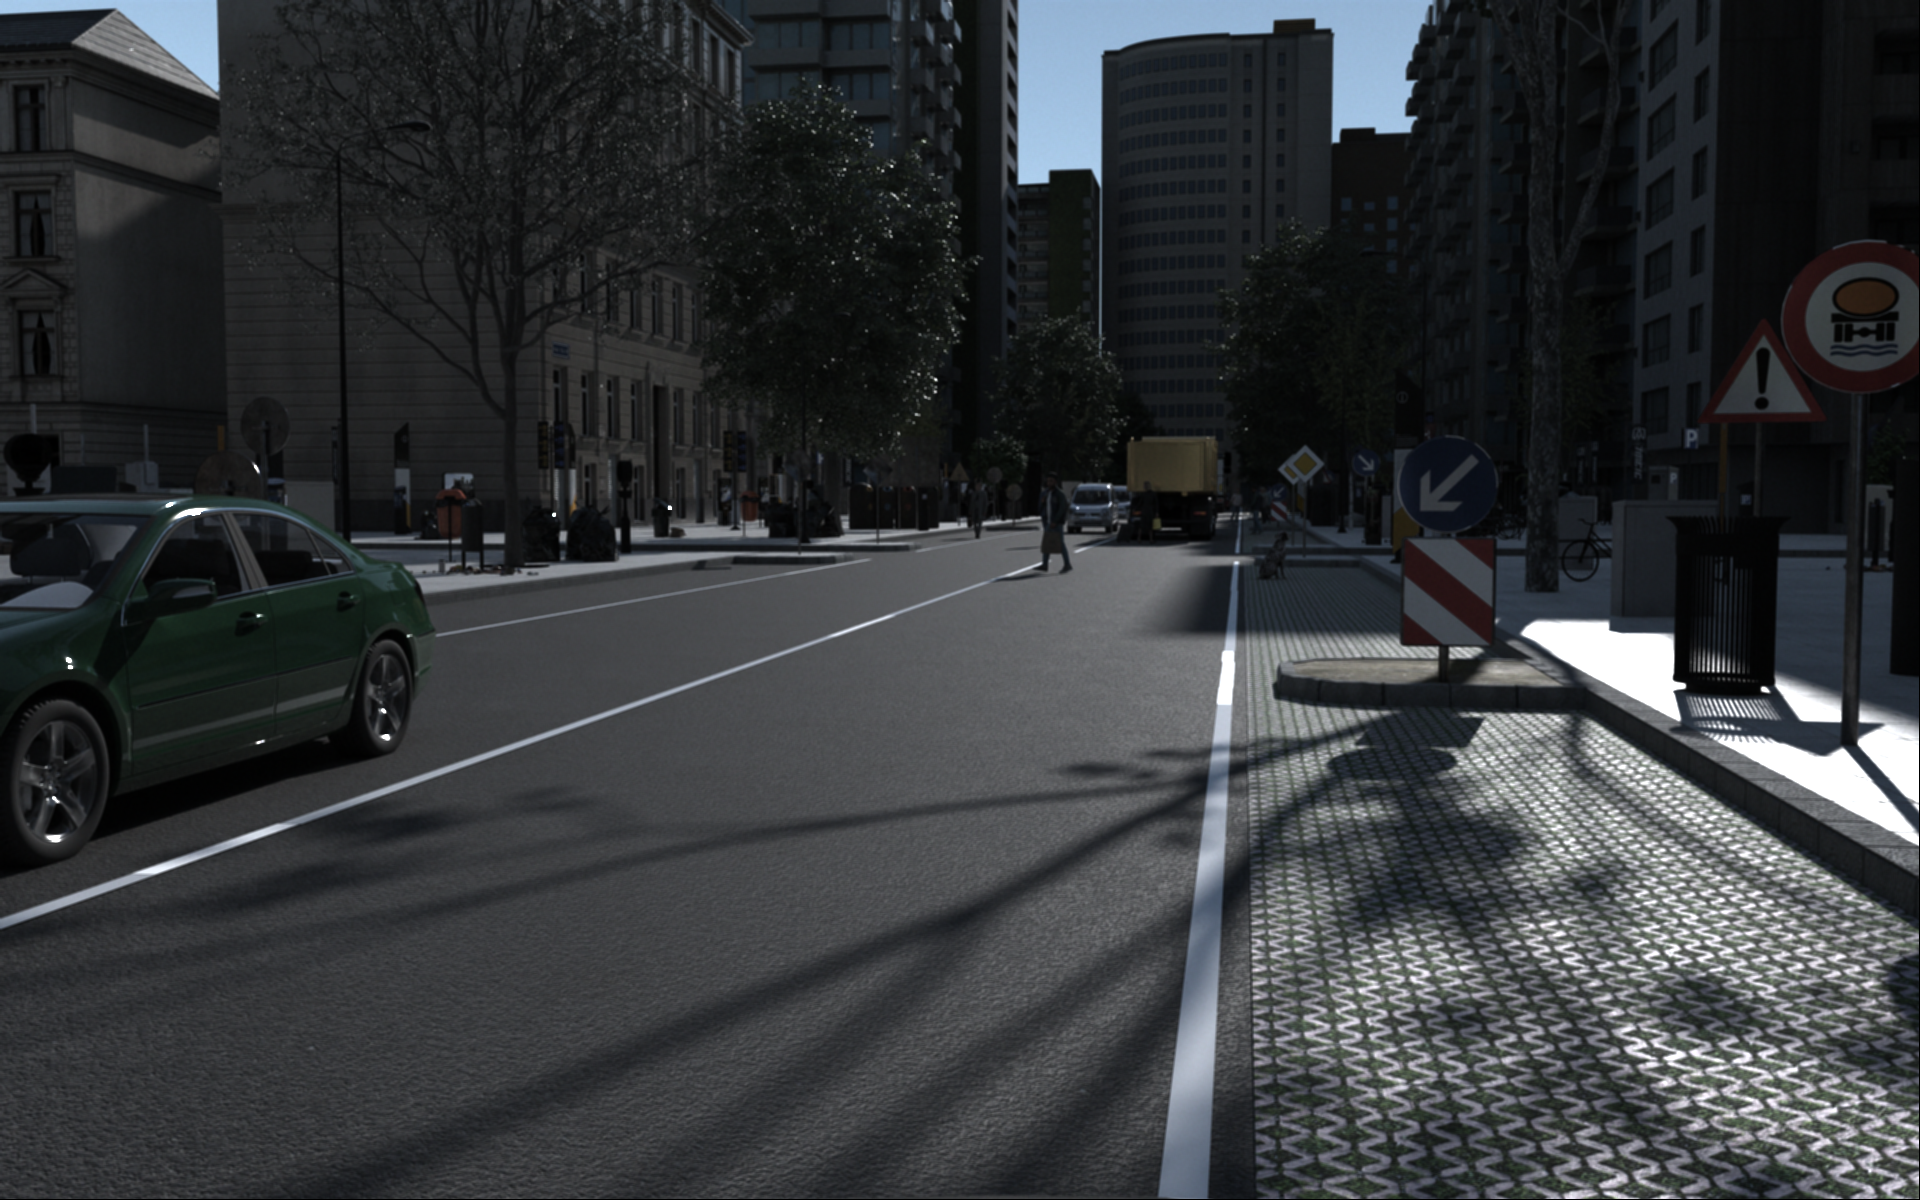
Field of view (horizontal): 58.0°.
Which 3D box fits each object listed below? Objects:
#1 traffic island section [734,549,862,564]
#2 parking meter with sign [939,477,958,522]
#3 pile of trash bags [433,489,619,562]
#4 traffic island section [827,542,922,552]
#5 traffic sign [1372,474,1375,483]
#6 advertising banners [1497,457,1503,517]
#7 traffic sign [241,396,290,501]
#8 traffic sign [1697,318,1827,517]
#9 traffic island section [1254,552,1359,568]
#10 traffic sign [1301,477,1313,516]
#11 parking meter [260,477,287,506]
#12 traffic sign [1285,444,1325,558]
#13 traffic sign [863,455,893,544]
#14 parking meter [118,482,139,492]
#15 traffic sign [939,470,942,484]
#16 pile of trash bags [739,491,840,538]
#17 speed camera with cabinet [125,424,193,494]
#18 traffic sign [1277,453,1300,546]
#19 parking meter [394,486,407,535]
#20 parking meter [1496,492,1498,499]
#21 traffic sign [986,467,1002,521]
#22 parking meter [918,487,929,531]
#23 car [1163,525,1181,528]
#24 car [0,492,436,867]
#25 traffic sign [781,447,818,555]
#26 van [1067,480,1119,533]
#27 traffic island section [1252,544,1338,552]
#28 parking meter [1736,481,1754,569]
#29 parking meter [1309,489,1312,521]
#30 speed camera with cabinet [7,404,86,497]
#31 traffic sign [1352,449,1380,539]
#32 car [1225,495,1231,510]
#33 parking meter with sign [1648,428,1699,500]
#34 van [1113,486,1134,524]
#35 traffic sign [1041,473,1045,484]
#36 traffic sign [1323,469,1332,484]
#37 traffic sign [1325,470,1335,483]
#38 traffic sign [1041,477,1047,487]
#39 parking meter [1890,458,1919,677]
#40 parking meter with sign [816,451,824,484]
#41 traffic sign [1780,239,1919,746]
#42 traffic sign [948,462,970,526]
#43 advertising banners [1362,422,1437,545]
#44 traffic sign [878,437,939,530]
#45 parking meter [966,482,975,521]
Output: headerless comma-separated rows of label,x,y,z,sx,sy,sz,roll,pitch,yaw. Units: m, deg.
traffic island section,-3.422,-0.884,36.731,2.009,0.180,2.903,1,4,9
parking meter with sign,-0.895,-5.070,79.161,1.738,3.016,0.543,2,4,35
pile of trash bags,-8.302,-1.435,33.210,3.447,1.369,1.912,-1,4,-11
traffic island section,-2.137,-1.366,44.612,2.009,0.180,2.903,1,4,9
traffic sign,22.701,-5.887,96.365,0.768,2.556,0.104,1,4,10
advertising banners,25.516,-5.254,82.091,0.090,3.025,2.074,0,4,8
traffic sign,-9.085,-1.378,22.638,0.768,2.556,0.104,1,4,18
traffic sign,5.963,-0.791,12.934,0.884,2.594,0.081,1,4,16
traffic island section,6.982,-0.780,35.036,2.009,0.180,2.903,1,4,9
traffic sign,17.935,-5.346,89.534,0.606,2.300,0.079,1,4,18
parking meter,-10.198,-1.061,25.753,0.372,1.533,0.369,0,3,0
traffic sign,6.957,-1.916,34.962,0.795,2.450,0.064,1,4,9
traffic sign,-2.112,-2.502,44.547,0.795,2.450,0.064,1,4,9
parking meter,-17.242,-1.684,35.939,0.372,1.533,0.369,0,3,0
traffic sign,-1.059,-4.316,72.695,0.606,2.300,0.079,1,4,18
pile of trash bags,-5.193,-2.553,51.488,3.447,1.369,1.912,2,4,33
speed camera with cabinet,-23.077,-3.402,49.959,0.660,3.252,2.038,1,4,18
traffic sign,8.242,-2.398,42.844,0.795,2.450,0.064,1,4,9
parking meter,-17.668,-2.829,54.671,0.372,1.533,0.369,0,3,0
parking meter,25.166,-4.641,81.589,0.255,1.863,0.399,1,4,11
traffic sign,1.606,-4.970,81.373,0.768,2.556,0.104,1,4,13
parking meter,-1.273,-3.194,60.631,0.372,1.533,0.369,0,3,0
car,8.051,-3.254,65.572,2.083,1.381,4.827,0,4,7
car,-4.202,0.217,8.257,2.131,1.459,4.920,0,4,7
traffic sign,-3.397,-2.020,36.665,0.795,2.450,0.064,1,4,9
van,4.969,-3.519,64.540,2.013,2.044,4.112,1,4,10
traffic island section,8.267,-1.262,42.917,2.009,0.180,2.903,1,4,9
parking meter,13.501,-1.303,29.707,0.372,1.533,0.369,0,3,0
parking meter,16.733,-4.505,82.073,0.372,1.533,0.369,0,3,0
speed camera with cabinet,-20.245,-2.717,38.752,0.660,3.252,2.038,1,4,21
traffic sign,11.567,-3.012,49.357,0.768,2.556,0.104,1,4,16
car,22.841,-8.788,152.729,2.155,1.783,4.494,0,4,7
parking meter with sign,18.943,-3.081,46.643,0.543,3.016,1.738,-2,4,-27
van,7.573,-4.677,83.484,2.013,2.044,4.112,1,4,8
traffic sign,4.462,-6.061,99.206,0.768,2.556,0.104,1,4,10
traffic sign,18.842,-5.501,89.944,0.884,2.594,0.081,1,4,10
traffic sign,19.783,-5.692,93.170,0.768,2.556,0.104,1,4,18
traffic sign,5.163,-6.285,104.897,0.606,2.300,0.079,1,4,11
parking meter,6.827,-0.237,12.279,0.372,1.533,0.369,0,3,0
parking meter with sign,-5.393,-4.564,70.875,0.543,3.016,1.738,1,4,11
traffic sign,4.552,-0.531,8.787,0.768,2.556,0.104,1,4,18
traffic sign,-0.034,-4.237,69.284,0.884,2.594,0.081,1,4,11
advertising banners,10.925,-2.869,43.088,0.090,3.025,2.074,-3,5,-43
traffic sign,-1.850,-4.142,61.599,2.265,3.308,0.079,1,4,11
parking meter,0.492,-4.640,81.571,0.399,1.863,0.255,0,3,0
